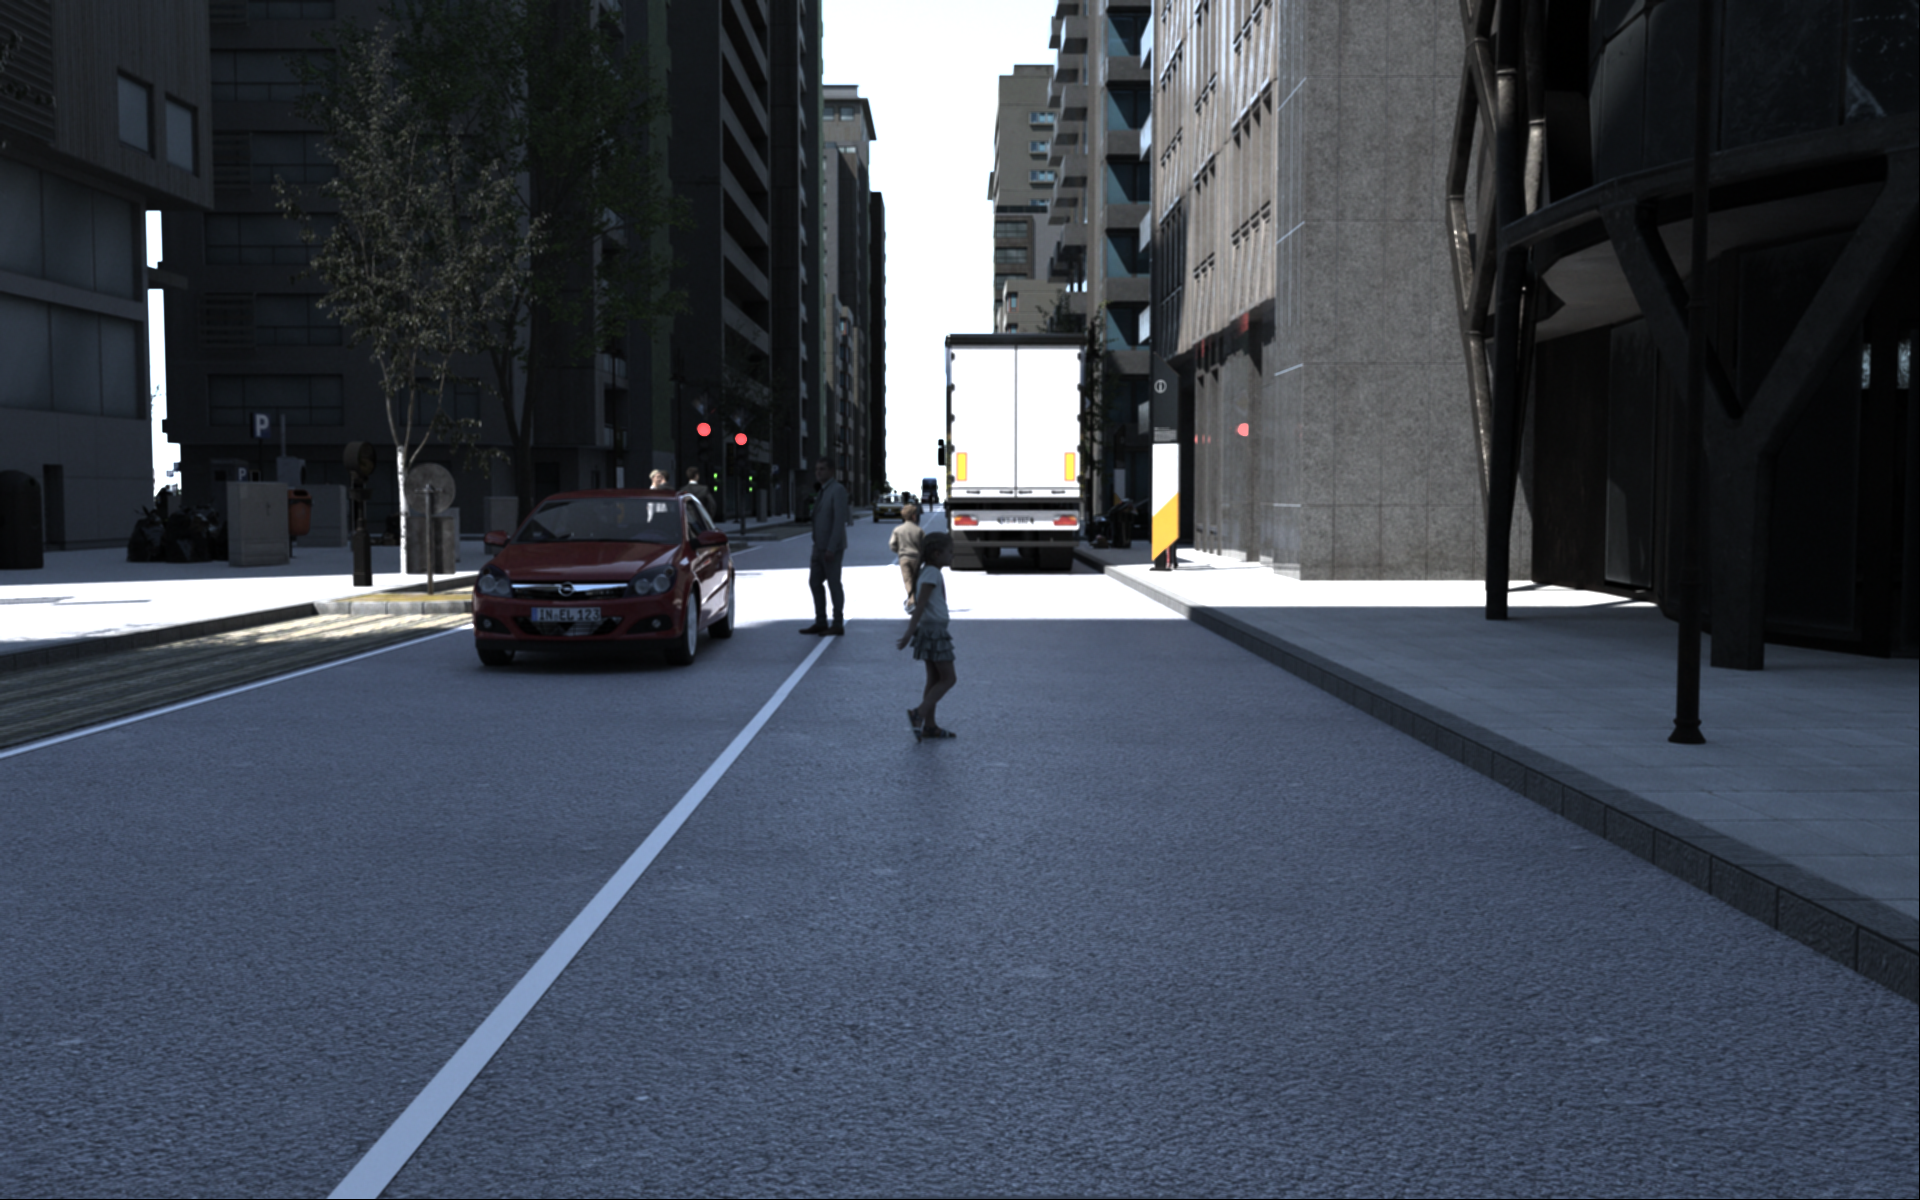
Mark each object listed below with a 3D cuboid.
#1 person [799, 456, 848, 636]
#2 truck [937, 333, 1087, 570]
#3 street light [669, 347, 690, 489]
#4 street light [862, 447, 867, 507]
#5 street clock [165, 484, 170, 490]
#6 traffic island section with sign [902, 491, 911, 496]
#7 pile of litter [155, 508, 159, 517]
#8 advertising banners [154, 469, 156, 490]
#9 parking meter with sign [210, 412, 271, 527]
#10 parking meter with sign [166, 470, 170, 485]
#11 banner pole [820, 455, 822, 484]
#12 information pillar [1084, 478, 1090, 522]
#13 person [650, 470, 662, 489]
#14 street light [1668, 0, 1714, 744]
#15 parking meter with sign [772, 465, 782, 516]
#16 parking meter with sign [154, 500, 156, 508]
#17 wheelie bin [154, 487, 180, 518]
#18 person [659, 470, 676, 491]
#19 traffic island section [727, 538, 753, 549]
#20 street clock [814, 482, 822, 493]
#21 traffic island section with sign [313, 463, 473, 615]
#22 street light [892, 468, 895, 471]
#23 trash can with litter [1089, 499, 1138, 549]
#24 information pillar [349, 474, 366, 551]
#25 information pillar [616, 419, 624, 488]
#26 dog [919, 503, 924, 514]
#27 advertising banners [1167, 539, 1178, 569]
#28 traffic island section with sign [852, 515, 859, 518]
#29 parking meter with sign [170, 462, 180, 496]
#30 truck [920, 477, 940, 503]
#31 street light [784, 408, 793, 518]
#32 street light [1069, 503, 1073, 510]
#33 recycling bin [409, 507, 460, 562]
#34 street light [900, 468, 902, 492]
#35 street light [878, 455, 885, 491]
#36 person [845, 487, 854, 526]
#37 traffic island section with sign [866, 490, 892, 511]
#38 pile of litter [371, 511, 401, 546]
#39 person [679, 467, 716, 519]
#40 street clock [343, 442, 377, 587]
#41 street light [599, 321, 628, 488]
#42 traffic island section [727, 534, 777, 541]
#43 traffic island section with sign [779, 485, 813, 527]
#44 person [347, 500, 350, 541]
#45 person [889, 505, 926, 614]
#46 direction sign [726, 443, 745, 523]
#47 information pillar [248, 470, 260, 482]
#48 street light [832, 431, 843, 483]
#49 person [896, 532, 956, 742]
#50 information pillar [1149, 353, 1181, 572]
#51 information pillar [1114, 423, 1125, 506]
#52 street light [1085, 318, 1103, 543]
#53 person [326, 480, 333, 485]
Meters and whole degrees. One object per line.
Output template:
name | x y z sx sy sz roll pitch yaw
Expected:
person | -1.334 -0.548 17.565 0.391 1.810 0.635 -2 4 -32
truck | 0.928 -2.867 35.783 2.839 4.237 11.283 0 4 0
street light | -8.829 -5.002 54.570 0.468 5.910 1.993 0 4 0
street light | -9.273 -11.879 167.017 0.468 5.910 1.993 0 4 0
street clock | -58.055 -7.486 126.965 0.358 2.002 0.471 0 4 6
traffic island section with sign | -7.691 -15.573 263.250 1.989 1.847 2.006 0 4 0
pile of litter | -29.506 -3.054 63.899 1.176 0.858 1.719 1 4 17
advertising banners | -55.132 -7.459 118.147 0.090 3.025 2.074 -3 4 -39
parking meter with sign | -15.802 -2.523 37.505 1.738 3.016 0.543 1 4 18
parking meter with sign | -56.143 -7.793 123.676 0.543 3.016 1.738 -3 5 -39
banner pole | -8.746 -7.361 110.369 0.401 3.779 0.863 1 4 18
information pillar | 5.944 -4.640 80.358 0.304 2.012 0.304 -1 4 -11
person | -5.180 -1.281 29.320 0.818 1.842 0.514 -1 4 -20
street light | 3.761 -2.201 8.781 0.468 5.910 1.993 0 4 0
parking meter with sign | -10.795 -6.469 102.030 0.543 3.016 1.738 -1 4 -14
parking meter with sign | -53.532 -7.183 113.695 0.543 3.016 1.738 1 4 19
wheelie bin | -34.902 -4.166 76.030 0.693 1.594 0.980 0 4 -7
person | -5.299 -1.359 30.518 0.447 1.846 0.655 1 4 20
traffic island section | -6.759 -1.455 46.063 2.009 0.180 2.903 0 4 0
street clock | -8.674 -6.186 105.705 0.471 2.002 0.358 -2 4 -30
traffic island section with sign | -6.658 -0.779 21.363 1.989 1.847 2.006 0 4 0
street light | -9.558 -17.013 250.949 0.468 5.910 1.993 0 4 0
trash can with litter | 3.620 -1.801 40.836 1.055 1.170 0.624 -1 4 -22
information pillar | -13.502 -2.099 38.815 0.304 2.012 0.304 -2 4 -30
information pillar | -10.496 -3.786 53.257 0.183 3.616 0.504 1 4 15
dog | -2.656 -6.523 123.479 0.800 0.831 0.513 -3 5 -40
advertising banners | 3.680 -2.089 30.346 0.090 3.025 2.074 0 4 1
traffic island section with sign | -7.008 -5.780 103.125 1.989 1.847 2.006 0 4 0
parking meter with sign | -41.713 -5.977 93.985 0.543 3.016 1.738 2 4 33
truck | -4.617 -17.402 274.287 2.967 4.110 18.799 0 4 0
street light | -9.006 -7.223 90.881 0.468 5.910 1.993 0 4 0
street light | 3.566 -5.063 55.569 0.468 5.910 1.993 0 4 0
recycling bin | -9.892 -1.222 32.530 0.722 1.027 0.722 3 5 40
street light | -9.745 -19.251 287.538 0.468 5.910 1.993 0 4 0
street light | -9.530 -14.792 214.637 0.468 5.910 1.993 0 4 0
person | -5.031 -4.214 77.952 0.362 1.759 0.519 -3 5 -44
traffic island section with sign | -7.213 -8.749 151.673 1.989 1.847 2.006 0 4 0
pile of litter | -14.292 -1.785 43.144 1.176 0.858 1.719 -2 4 -30
person | -4.601 -1.378 30.389 0.648 1.900 0.474 -1 4 -14
street clock | -8.301 -1.189 24.016 0.358 2.002 0.471 1 4 13
street light | -8.814 -4.366 44.177 0.468 5.910 1.993 0 4 0
traffic island section | -6.793 -1.943 54.048 2.009 0.180 2.903 0 4 0
traffic island section with sign | -6.894 -4.131 76.170 1.989 1.847 2.006 0 4 0
person | -17.476 -2.326 49.127 0.523 1.515 0.503 -2 4 -24
person | -0.619 -0.488 20.747 0.475 1.303 0.640 -1 4 -21
direction sign | -9.877 -5.167 76.484 0.876 3.537 0.379 -1 4 -21
information pillar | -22.029 -3.031 54.056 0.304 2.012 0.304 -3 5 -45
street light | -9.123 -9.659 130.705 0.468 5.910 1.993 0 4 0
person | -0.217 0.205 10.163 0.382 1.210 0.505 -1 4 -11
information pillar | 3.402 -2.281 28.649 0.504 3.616 0.183 3 4 36
information pillar | 5.283 -4.031 57.265 0.504 3.616 0.183 -3 5 -43
street light | 3.465 -4.455 45.624 0.468 5.910 1.993 0 4 0
person | -18.723 -2.648 51.659 0.638 1.841 0.748 -3 4 -37
